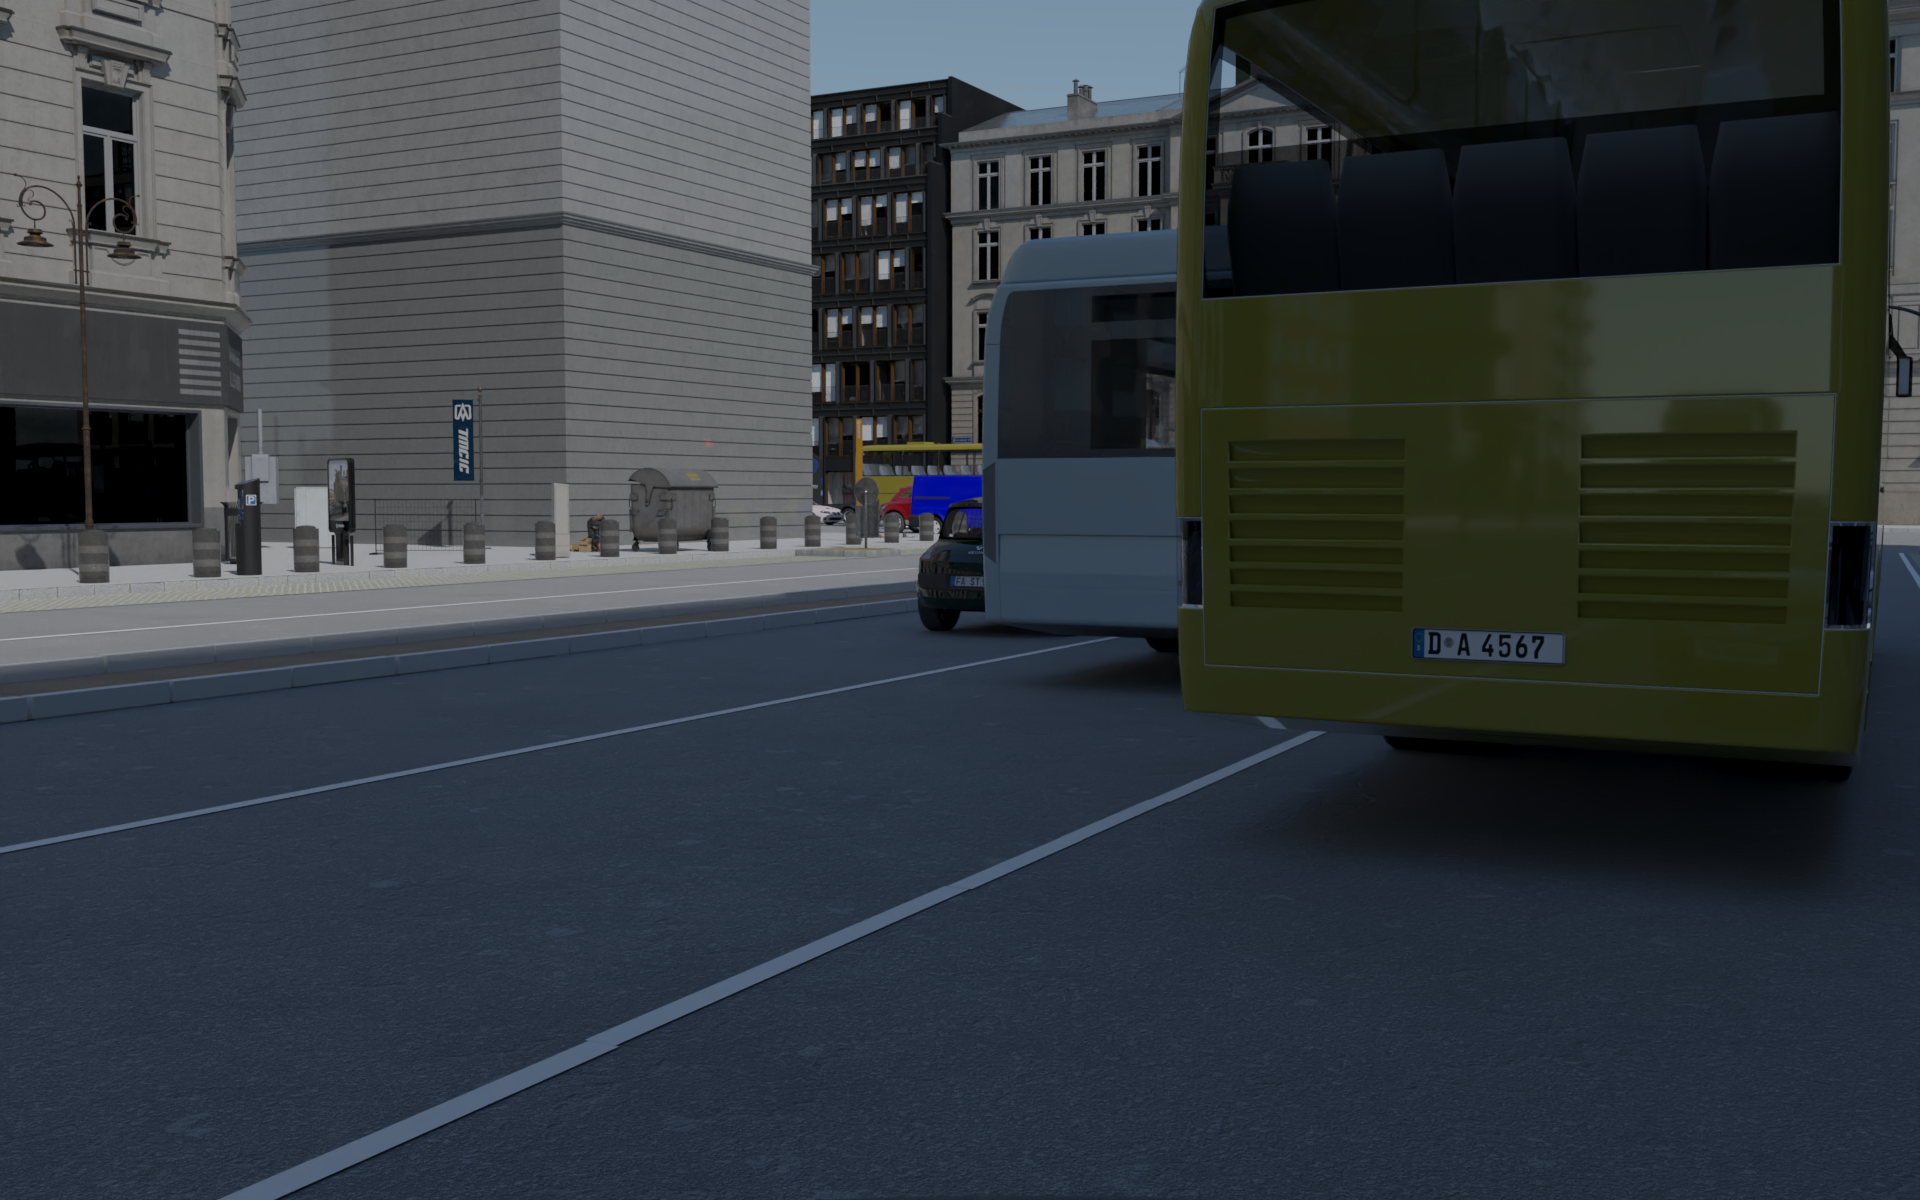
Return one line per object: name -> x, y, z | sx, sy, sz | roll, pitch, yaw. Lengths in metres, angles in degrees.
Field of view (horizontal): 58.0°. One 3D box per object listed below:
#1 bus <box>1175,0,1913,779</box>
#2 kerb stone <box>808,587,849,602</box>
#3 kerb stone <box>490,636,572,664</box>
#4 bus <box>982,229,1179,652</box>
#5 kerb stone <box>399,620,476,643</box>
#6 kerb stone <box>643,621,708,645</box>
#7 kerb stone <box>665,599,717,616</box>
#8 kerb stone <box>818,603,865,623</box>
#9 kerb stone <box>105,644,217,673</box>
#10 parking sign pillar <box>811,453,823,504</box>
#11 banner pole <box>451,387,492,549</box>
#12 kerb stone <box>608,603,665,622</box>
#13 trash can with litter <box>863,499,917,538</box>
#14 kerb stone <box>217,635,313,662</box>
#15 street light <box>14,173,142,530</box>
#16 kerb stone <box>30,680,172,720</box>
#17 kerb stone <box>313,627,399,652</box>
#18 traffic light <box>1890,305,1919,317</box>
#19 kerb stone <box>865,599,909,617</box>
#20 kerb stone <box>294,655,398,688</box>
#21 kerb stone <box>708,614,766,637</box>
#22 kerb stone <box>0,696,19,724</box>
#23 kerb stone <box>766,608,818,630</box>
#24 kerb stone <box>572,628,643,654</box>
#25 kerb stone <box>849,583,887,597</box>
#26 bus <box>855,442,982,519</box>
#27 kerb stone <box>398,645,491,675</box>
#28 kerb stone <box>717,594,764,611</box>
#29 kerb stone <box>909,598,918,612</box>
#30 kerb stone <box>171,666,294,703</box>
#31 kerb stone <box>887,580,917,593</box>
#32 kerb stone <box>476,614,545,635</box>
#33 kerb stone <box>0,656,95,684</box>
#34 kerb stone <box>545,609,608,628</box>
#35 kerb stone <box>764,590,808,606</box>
bus -> 4.827, -1.232, 11.688 | 2.896, 3.916, 12.252 | 2, 4, 28
kerb stone -> -1.842, -0.070, 23.347 | 0.120, 0.150, 1.000 | 2, 4, 27
kerb stone -> -3.783, 0.436, 15.085 | 0.120, 0.150, 1.000 | 2, 4, 27
bus -> 4.318, -1.417, 18.029 | 2.948, 3.499, 13.247 | 2, 4, 27
kerb stone -> -5.173, 0.319, 16.973 | 0.120, 0.150, 1.000 | 2, 4, 27
kerb stone -> -2.834, 0.324, 16.904 | 0.120, 0.150, 1.000 | 2, 4, 27
kerb stone -> -3.270, 0.097, 20.610 | 0.120, 0.150, 1.000 | 2, 4, 27
kerb stone -> -1.410, 0.156, 19.652 | 0.120, 0.150, 1.000 | 2, 4, 27
kerb stone -> -6.595, 0.487, 14.238 | 0.120, 0.150, 1.000 | 2, 4, 27
parking sign pillar -> -7.994, -6.360, 92.451 | 1.447, 3.967, 1.447 | 1, 4, 14
banner pole -> -11.391, -3.079, 40.353 | 0.863, 3.779, 0.401 | -1, 4, -10
kerb stone -> -3.741, 0.153, 19.699 | 0.120, 0.150, 1.000 | 2, 4, 27
trash can with litter -> -2.222, -2.432, 50.822 | 2.233, 1.210, 1.678 | -1, 4, -21
kerb stone -> -6.122, 0.431, 15.151 | 0.120, 0.150, 1.000 | 2, 4, 27
street light -> -12.777, -3.211, 25.287 | 0.468, 5.910, 1.993 | 2, 4, 27
kerb stone -> -5.692, 0.659, 11.435 | 0.120, 0.150, 1.000 | 2, 4, 27
kerb stone -> -5.649, 0.375, 16.064 | 0.120, 0.150, 1.000 | 2, 4, 27
traffic light -> 21.881, -4.098, 41.671 | 4.771, 5.953, 1.251 | 2, 4, 27
kerb stone -> -0.931, 0.100, 20.565 | 0.120, 0.150, 1.000 | 2, 4, 27
kerb stone -> -4.747, 0.546, 13.263 | 0.120, 0.150, 1.000 | 2, 4, 27
kerb stone -> -2.354, 0.271, 17.817 | 0.120, 0.150, 1.000 | 2, 4, 27
kerb stone -> -6.174, 0.714, 10.520 | 0.120, 0.150, 1.000 | 2, 4, 27
kerb stone -> -1.882, 0.212, 18.729 | 0.120, 0.150, 1.000 | 2, 4, 27
kerb stone -> -3.311, 0.381, 15.996 | 0.120, 0.150, 1.000 | 2, 4, 27
kerb stone -> -1.361, -0.126, 24.258 | 0.120, 0.150, 1.000 | 2, 4, 27
bus -> 1.320, -5.040, 73.946 | 12.252, 3.916, 2.896 | 2, 4, 29
kerb stone -> -4.259, 0.493, 14.176 | 0.120, 0.150, 1.000 | 2, 4, 27
kerb stone -> -2.797, 0.046, 21.529 | 0.120, 0.150, 1.000 | 2, 4, 27
kerb stone -> -0.456, 0.044, 21.474 | 0.120, 0.150, 1.000 | 2, 4, 27
kerb stone -> -5.213, 0.604, 12.346 | 0.120, 0.150, 1.000 | 2, 4, 27
kerb stone -> -0.898, -0.177, 25.177 | 0.120, 0.150, 1.000 | 2, 4, 27
kerb stone -> -4.696, 0.264, 17.882 | 0.120, 0.150, 1.000 | 2, 4, 27
kerb stone -> -7.079, 0.551, 13.334 | 0.120, 0.150, 1.000 | 2, 4, 27
kerb stone -> -4.214, 0.208, 18.788 | 0.120, 0.150, 1.000 | 2, 4, 27
kerb stone -> -2.318, -0.015, 22.438 | 0.120, 0.150, 1.000 | 2, 4, 27
